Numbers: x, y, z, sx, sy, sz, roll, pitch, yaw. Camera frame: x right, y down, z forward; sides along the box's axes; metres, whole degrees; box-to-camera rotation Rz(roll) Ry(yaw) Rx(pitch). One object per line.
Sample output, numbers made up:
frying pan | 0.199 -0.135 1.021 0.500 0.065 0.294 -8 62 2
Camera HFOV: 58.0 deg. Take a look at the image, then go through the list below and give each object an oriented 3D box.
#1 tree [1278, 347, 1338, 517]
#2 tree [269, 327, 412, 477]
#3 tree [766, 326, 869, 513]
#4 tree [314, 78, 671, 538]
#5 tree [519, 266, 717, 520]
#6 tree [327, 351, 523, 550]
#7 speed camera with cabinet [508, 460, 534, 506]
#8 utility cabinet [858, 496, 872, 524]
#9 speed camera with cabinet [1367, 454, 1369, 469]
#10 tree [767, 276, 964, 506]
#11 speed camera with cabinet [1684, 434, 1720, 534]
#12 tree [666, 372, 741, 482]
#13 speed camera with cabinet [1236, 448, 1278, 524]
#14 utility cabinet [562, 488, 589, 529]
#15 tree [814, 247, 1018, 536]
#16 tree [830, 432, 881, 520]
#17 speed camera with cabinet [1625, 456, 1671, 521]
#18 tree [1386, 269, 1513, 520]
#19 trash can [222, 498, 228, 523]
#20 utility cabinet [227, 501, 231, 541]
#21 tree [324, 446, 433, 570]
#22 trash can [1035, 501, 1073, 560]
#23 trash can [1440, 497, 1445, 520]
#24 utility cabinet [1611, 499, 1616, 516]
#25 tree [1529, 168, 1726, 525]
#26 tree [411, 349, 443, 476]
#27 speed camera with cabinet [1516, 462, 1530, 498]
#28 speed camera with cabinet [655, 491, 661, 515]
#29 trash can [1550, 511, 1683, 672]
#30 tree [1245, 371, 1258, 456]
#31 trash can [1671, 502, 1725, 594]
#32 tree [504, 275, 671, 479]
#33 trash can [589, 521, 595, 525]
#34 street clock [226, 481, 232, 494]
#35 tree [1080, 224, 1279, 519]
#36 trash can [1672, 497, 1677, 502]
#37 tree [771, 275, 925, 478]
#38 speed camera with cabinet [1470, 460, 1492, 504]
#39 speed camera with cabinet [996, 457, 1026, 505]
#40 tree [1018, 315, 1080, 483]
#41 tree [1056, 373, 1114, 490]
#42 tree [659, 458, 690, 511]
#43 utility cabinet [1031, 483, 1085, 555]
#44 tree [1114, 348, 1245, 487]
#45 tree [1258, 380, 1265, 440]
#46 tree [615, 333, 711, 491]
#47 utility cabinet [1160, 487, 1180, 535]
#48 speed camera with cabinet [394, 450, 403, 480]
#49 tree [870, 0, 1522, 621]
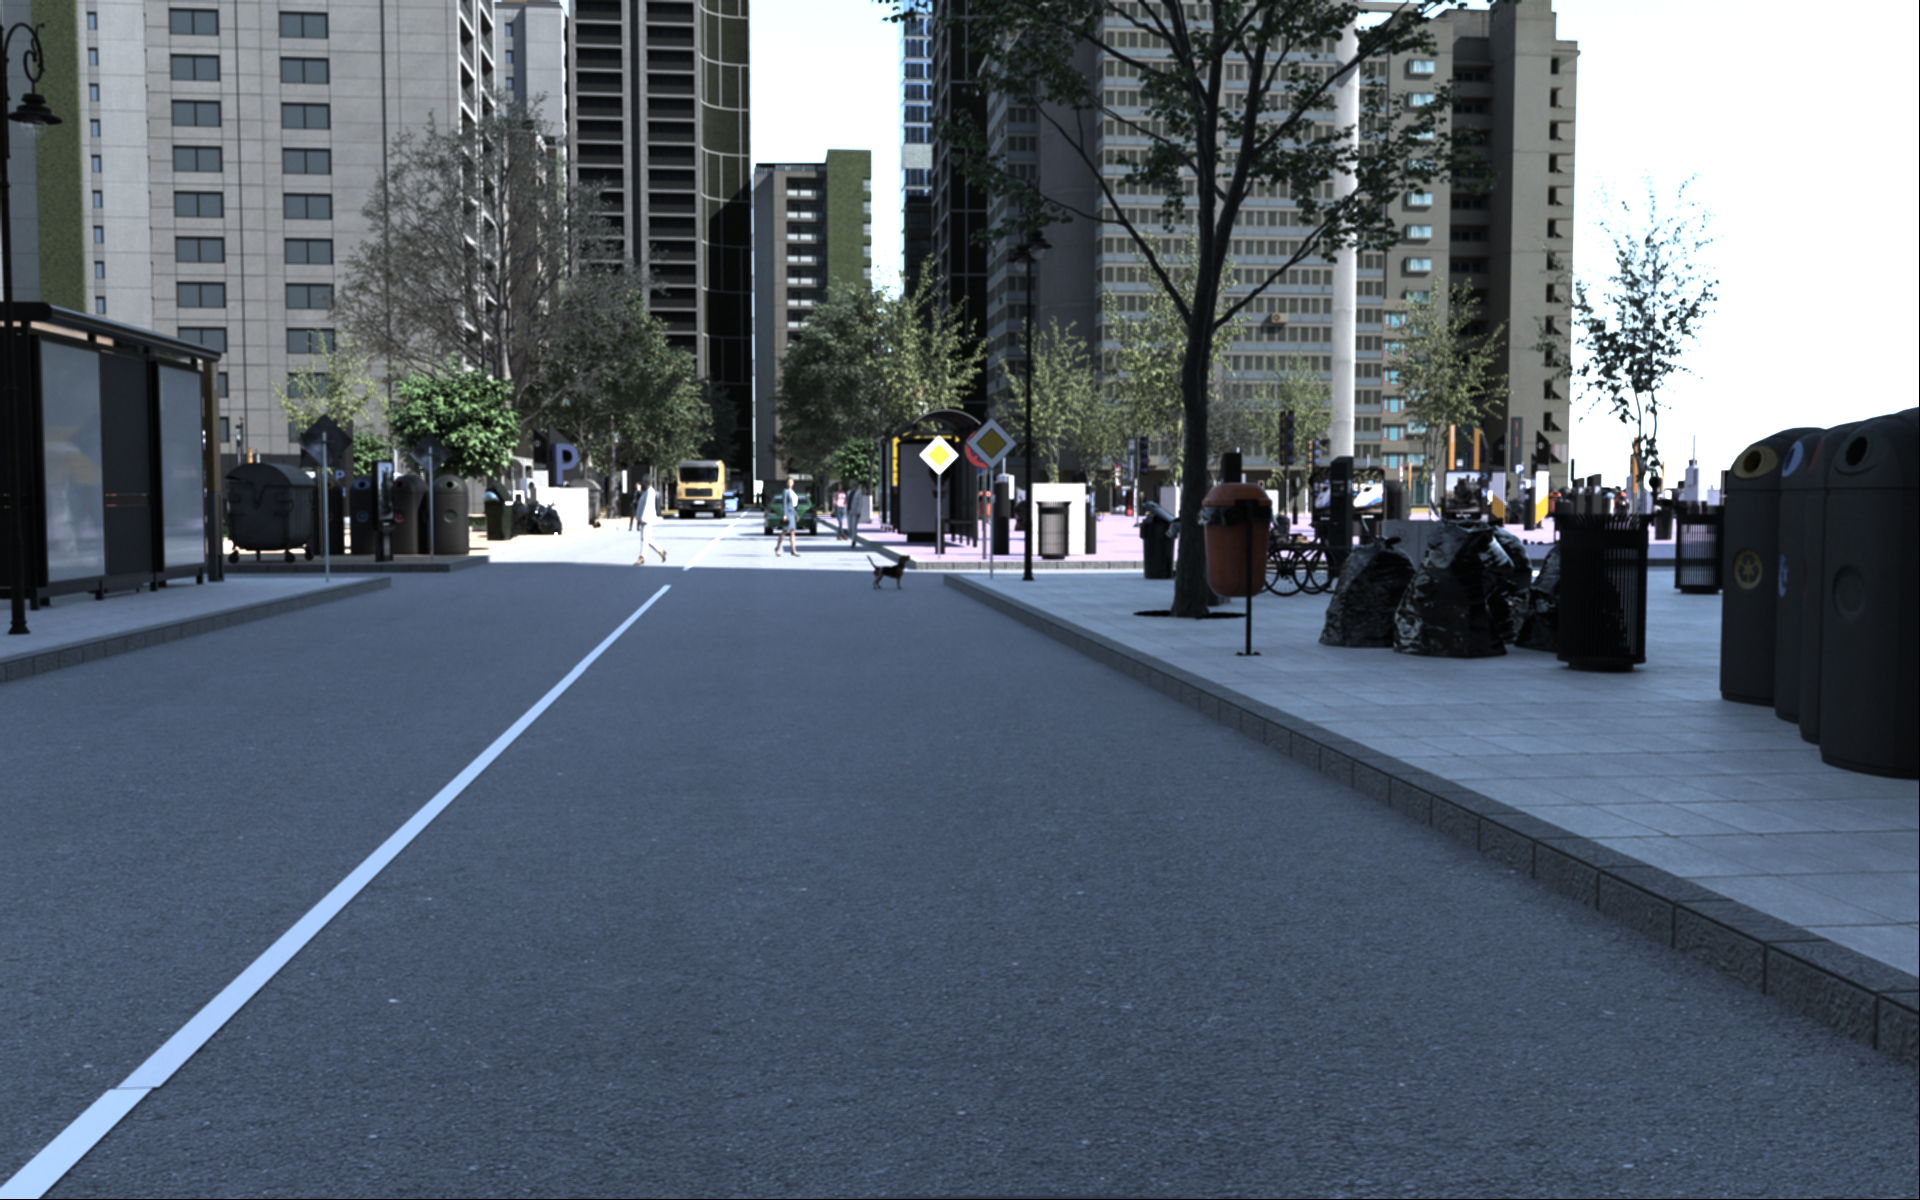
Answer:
tree | 16.115 -8.327 86.510 4.737 8.622 4.395 0 3 0
tree | -26.969 -7.576 74.234 4.737 8.622 4.395 0 3 0
tree | -8.973 -12.057 115.262 7.486 12.596 7.792 0 3 0
tree | -13.556 -8.589 50.799 12.009 13.543 11.850 0 3 0
tree | -17.585 -10.433 87.583 9.611 12.733 9.660 0 3 0
tree | -11.599 -3.443 40.014 4.285 4.588 4.351 0 3 0
speed camera with cabinet | -25.122 -6.397 98.919 0.660 3.252 2.038 1 4 22
utility cabinet | -4.300 -3.880 74.606 1.020 1.237 0.306 1 4 19
speed camera with cabinet | 20.190 -5.538 84.875 0.660 3.252 2.038 1 4 11
tree | -4.006 -8.611 75.202 8.767 10.594 7.601 0 4 1
speed camera with cabinet | 24.610 -3.808 56.603 0.660 3.252 2.038 -1 4 -18
tree | -27.474 -16.703 179.747 9.857 13.997 8.962 0 3 0
speed camera with cabinet | 12.487 -4.856 73.731 2.038 3.252 0.660 0 4 6
utility cabinet | -13.974 -3.279 62.292 1.173 1.500 0.318 -1 4 -17
tree | -1.414 -6.241 52.409 4.737 8.622 4.395 0 3 0
tree | -4.656 -6.194 84.982 4.285 4.588 4.351 0 3 0
speed camera with cabinet | 33.024 -5.428 83.090 0.660 3.252 2.038 -3 5 -41
tree | 16.025 -6.576 57.874 4.737 8.622 4.395 0 3 0
trash can | -26.605 -3.131 62.849 0.748 1.137 0.748 0 3 0
utility cabinet | -19.611 -2.237 47.734 1.020 1.237 0.306 -2 4 -33
tree | -8.464 -4.963 6.908 9.928 11.665 9.643 0 3 0
trash can | 1.834 -1.364 33.963 0.748 1.137 0.748 0 3 0
trash can | 24.274 -4.566 86.315 0.748 1.137 0.748 0 3 0
utility cabinet | 38.237 -5.568 102.200 1.020 1.237 0.306 -2 4 -28
tree | 15.001 -5.389 38.469 4.360 8.622 3.978 0 3 0
tree | -27.308 -8.296 85.995 4.737 8.622 4.395 0 3 0
speed camera with cabinet | 35.443 -6.888 106.951 2.038 3.252 0.660 3 5 39
speed camera with cabinet | -19.130 -6.893 107.034 0.660 3.252 2.038 -2 4 -32
trash can | 4.699 -0.062 12.666 0.748 1.137 0.748 0 3 0
tree | 14.187 -8.935 96.454 4.360 8.622 3.978 0 3 0
trash can | 9.556 -0.654 22.339 0.748 1.137 0.748 0 3 0
tree | -15.648 -8.489 73.207 7.601 10.594 8.767 -3 5 -40
trash can | -15.371 -3.658 71.455 0.748 1.137 0.748 0 3 0
street clock | -40.540 -5.602 96.159 0.358 2.002 0.471 0 4 -4
tree | 5.754 -5.879 46.489 4.737 8.622 4.395 0 3 0
trash can | 37.611 -4.834 90.684 0.748 1.137 0.748 0 3 0
tree | -6.384 -11.985 102.607 9.857 13.997 8.962 0 3 0
speed camera with cabinet | 28.086 -6.087 93.850 2.038 3.252 0.660 -2 4 -26
speed camera with cabinet | 2.744 -5.290 80.832 2.038 3.252 0.660 2 4 24
tree | 3.532 -7.346 70.473 4.737 8.622 4.395 0 3 0
tree | 7.570 -9.385 103.809 4.360 8.622 3.978 0 3 0
tree | -22.110 -11.033 130.751 4.737 8.622 4.395 0 3 0
utility cabinet | 2.004 -1.675 36.066 1.173 1.500 0.318 -1 4 -17
tree | 10.457 -8.095 82.719 4.360 8.622 3.978 0 3 0
tree | 16.419 -9.392 103.927 4.360 8.622 3.978 0 3 0
tree | -21.607 -12.517 122.775 7.486 12.596 7.792 0 3 0
utility cabinet | 6.557 -2.739 53.459 0.318 1.500 1.173 -1 4 -18
speed camera with cabinet | -24.818 -5.125 78.130 2.038 3.252 0.660 -2 4 -35
tree | 2.525 -5.622 17.676 9.928 11.665 9.643 0 3 0
